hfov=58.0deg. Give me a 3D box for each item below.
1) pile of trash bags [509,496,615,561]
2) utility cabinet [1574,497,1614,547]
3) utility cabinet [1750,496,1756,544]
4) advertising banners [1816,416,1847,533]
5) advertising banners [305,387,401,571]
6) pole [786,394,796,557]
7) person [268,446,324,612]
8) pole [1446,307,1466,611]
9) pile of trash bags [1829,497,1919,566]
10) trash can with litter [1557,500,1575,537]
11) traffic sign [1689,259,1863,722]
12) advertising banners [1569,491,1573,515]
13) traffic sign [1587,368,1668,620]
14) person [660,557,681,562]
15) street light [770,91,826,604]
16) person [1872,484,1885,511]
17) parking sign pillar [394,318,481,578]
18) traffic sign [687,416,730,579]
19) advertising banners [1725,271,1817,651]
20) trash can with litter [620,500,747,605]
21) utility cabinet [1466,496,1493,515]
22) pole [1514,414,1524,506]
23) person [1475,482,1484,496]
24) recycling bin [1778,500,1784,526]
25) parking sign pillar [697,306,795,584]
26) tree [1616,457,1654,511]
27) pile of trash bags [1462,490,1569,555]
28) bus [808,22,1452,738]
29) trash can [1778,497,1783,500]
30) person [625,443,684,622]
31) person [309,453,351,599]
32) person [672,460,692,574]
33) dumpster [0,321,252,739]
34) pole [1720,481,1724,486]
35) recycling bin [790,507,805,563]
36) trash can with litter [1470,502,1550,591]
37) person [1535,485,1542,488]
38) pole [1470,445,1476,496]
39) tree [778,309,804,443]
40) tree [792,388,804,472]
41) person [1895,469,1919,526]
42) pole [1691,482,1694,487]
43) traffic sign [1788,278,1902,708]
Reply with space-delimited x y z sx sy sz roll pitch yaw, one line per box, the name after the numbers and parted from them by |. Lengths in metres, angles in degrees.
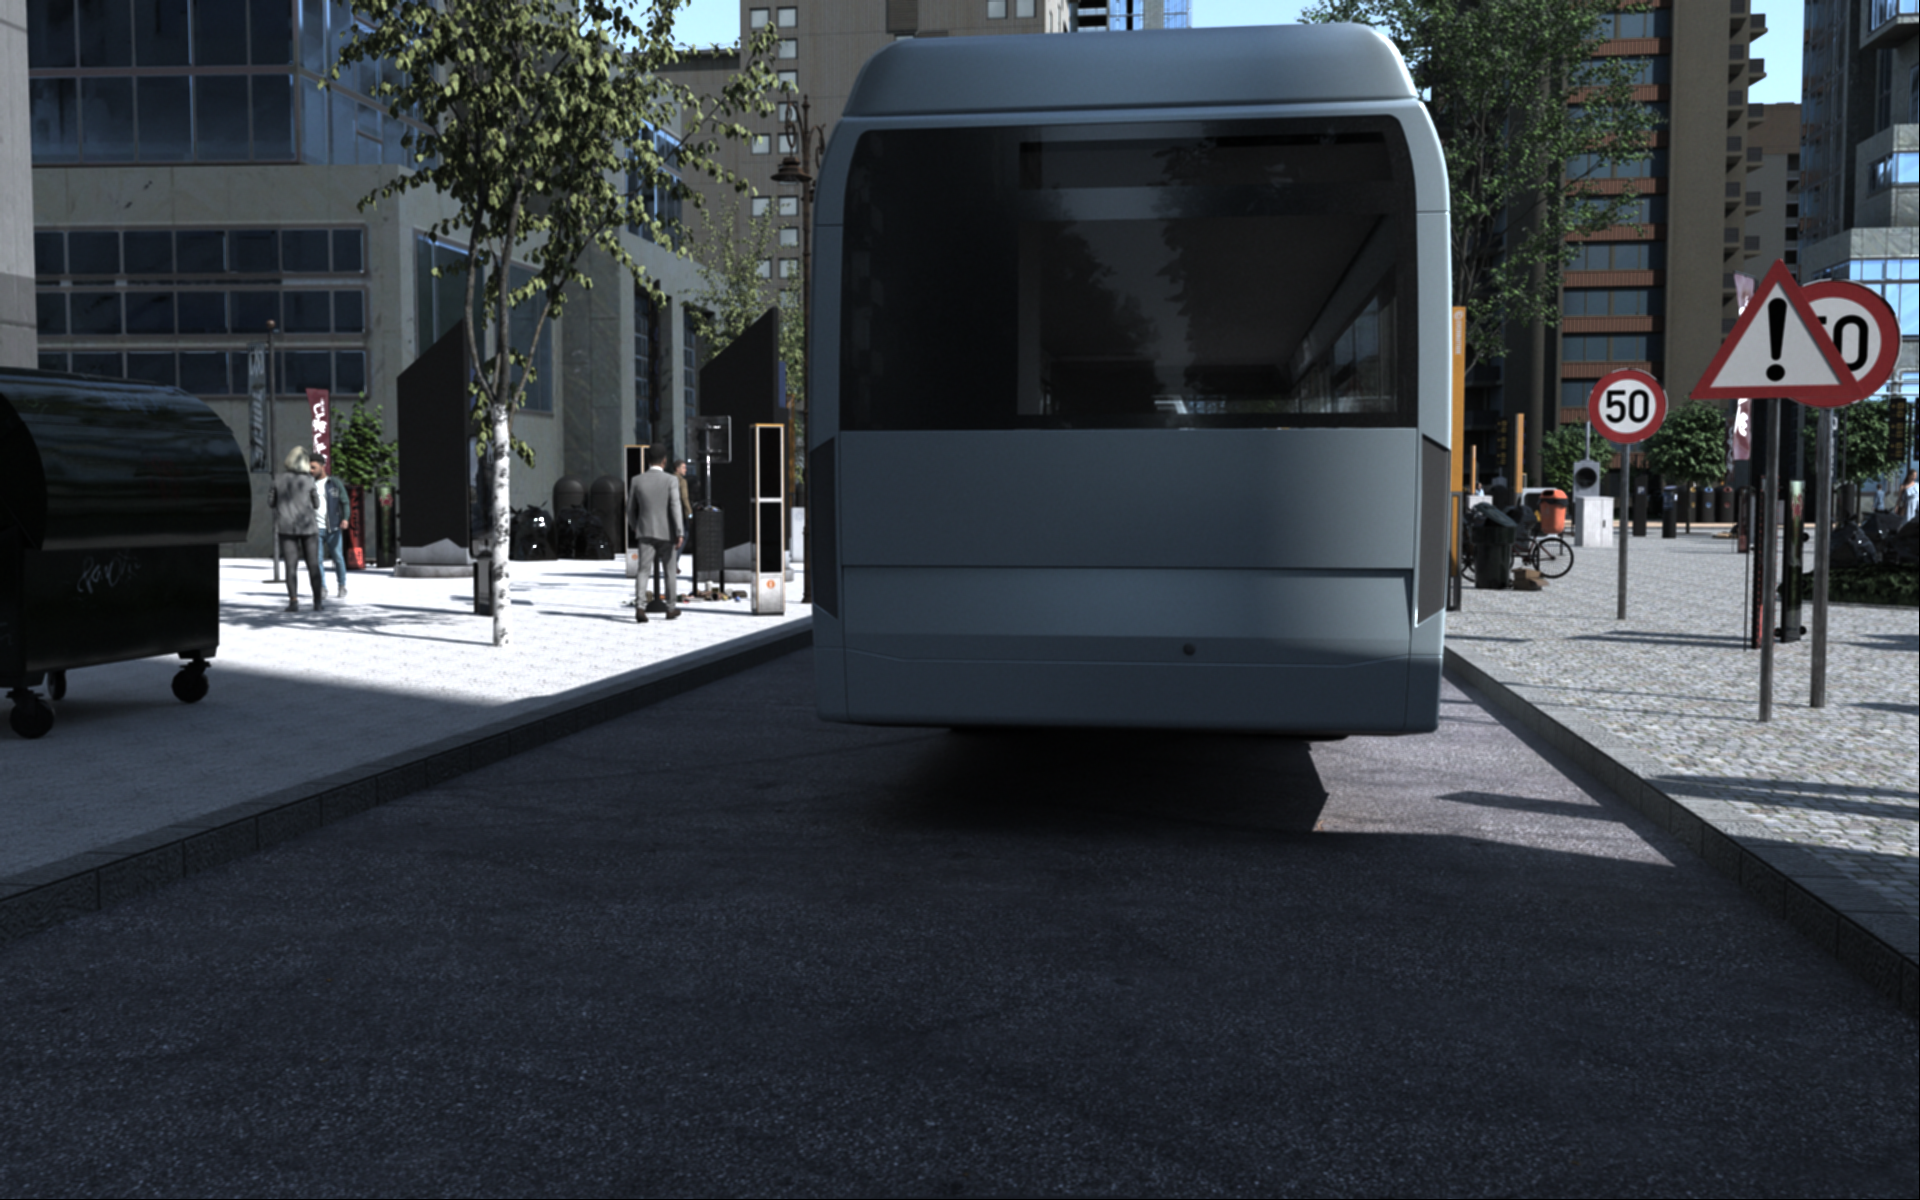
-7.304 -1.496 34.218 3.447 1.369 1.912 -1 4 -18 | pile of trash bags
15.600 -1.923 42.596 1.020 1.237 0.306 -2 4 -26 | utility cabinet
20.693 -2.069 44.985 0.306 1.237 1.020 0 4 -3 | utility cabinet
19.124 -2.561 38.061 0.090 3.025 2.074 1 4 11 | advertising banners
-10.244 -2.024 29.275 0.090 3.025 2.074 2 4 25 | advertising banners
-3.459 -2.544 35.433 0.158 3.312 0.155 0 3 0 | pole
-7.279 -0.779 18.968 0.537 1.800 0.526 -1 4 -12 | person
5.414 -1.537 18.974 0.158 3.312 0.155 0 3 0 | pole
13.830 -0.910 24.628 3.447 1.369 1.912 -2 4 -30 | pile of trash bags
18.379 -2.534 52.481 2.233 1.210 1.678 -1 4 -10 | trash can with litter
4.538 -0.592 9.687 0.884 2.594 0.081 1 4 17 | traffic sign
37.151 -6.651 104.933 0.090 3.025 2.074 2 4 31 | advertising banners
6.771 -1.073 17.647 0.768 2.556 0.104 1 4 13 | traffic sign
-5.435 -1.508 32.514 0.330 1.601 0.589 -2 4 -32 | person
-1.781 -2.899 20.191 0.468 5.910 1.993 1 4 8 | street light
34.839 -3.491 65.599 0.581 1.822 0.654 -1 4 -10 | person
-8.091 -2.354 26.955 1.447 3.967 1.447 1 4 23 | parking sign pillar
-3.313 -1.265 22.810 0.606 2.300 0.079 1 4 16 | traffic sign
6.737 -1.115 14.416 0.090 3.025 2.074 3 5 42 | advertising banners
-3.382 -0.604 20.932 1.678 1.210 2.233 2 4 33 | trash can with litter
21.139 -3.631 70.526 1.020 1.237 0.306 -1 4 -10 | utility cabinet
14.173 -3.065 43.955 0.158 3.312 0.155 0 3 0 | pole
22.223 -4.149 74.146 0.793 1.790 0.793 1 4 9 | person
33.841 -3.550 70.592 0.722 1.027 0.722 -2 4 -28 | recycling bin
-3.167 -2.260 25.421 1.447 3.967 1.447 2 4 26 | parking sign pillar
34.738 -5.816 89.689 1.663 3.219 1.824 0 3 0 | tree
11.757 -1.692 37.425 1.912 1.369 3.447 -2 4 -27 | pile of trash bags
1.565 -1.138 13.459 2.948 3.499 13.247 0 4 8 | bus
38.328 -4.276 81.564 0.748 1.137 0.748 0 3 0 | trash can
-3.077 -0.683 17.483 0.678 1.792 0.850 1 4 9 | person
-7.805 -0.909 21.245 0.623 1.781 0.721 -1 4 -21 | person
-4.562 -1.346 27.957 0.656 1.842 0.836 0 4 5 | person
-5.245 -0.450 9.857 1.502 2.255 1.985 1 4 9 | dumpster
49.572 -7.268 112.675 0.158 3.312 0.155 0 3 0 | pole
-2.782 -1.223 32.543 0.722 1.027 0.722 0 4 3 | recycling bin
7.412 -0.729 23.308 0.624 1.170 1.055 -3 5 -44 | trash can with litter
21.914 -3.486 65.850 0.532 1.782 0.716 3 4 36 | person
21.409 -4.801 72.337 0.158 3.312 0.155 0 3 0 | pole
-6.749 -10.054 90.133 9.928 11.665 9.643 0 3 0 | tree
-12.263 -10.647 124.436 4.360 8.622 3.978 0 3 0 | tree
20.057 -1.865 36.629 0.616 1.811 0.778 1 4 10 | person
45.409 -6.946 107.403 0.158 3.312 0.155 0 3 0 | pole
5.159 -0.626 10.344 0.768 2.556 0.104 1 4 17 | traffic sign
